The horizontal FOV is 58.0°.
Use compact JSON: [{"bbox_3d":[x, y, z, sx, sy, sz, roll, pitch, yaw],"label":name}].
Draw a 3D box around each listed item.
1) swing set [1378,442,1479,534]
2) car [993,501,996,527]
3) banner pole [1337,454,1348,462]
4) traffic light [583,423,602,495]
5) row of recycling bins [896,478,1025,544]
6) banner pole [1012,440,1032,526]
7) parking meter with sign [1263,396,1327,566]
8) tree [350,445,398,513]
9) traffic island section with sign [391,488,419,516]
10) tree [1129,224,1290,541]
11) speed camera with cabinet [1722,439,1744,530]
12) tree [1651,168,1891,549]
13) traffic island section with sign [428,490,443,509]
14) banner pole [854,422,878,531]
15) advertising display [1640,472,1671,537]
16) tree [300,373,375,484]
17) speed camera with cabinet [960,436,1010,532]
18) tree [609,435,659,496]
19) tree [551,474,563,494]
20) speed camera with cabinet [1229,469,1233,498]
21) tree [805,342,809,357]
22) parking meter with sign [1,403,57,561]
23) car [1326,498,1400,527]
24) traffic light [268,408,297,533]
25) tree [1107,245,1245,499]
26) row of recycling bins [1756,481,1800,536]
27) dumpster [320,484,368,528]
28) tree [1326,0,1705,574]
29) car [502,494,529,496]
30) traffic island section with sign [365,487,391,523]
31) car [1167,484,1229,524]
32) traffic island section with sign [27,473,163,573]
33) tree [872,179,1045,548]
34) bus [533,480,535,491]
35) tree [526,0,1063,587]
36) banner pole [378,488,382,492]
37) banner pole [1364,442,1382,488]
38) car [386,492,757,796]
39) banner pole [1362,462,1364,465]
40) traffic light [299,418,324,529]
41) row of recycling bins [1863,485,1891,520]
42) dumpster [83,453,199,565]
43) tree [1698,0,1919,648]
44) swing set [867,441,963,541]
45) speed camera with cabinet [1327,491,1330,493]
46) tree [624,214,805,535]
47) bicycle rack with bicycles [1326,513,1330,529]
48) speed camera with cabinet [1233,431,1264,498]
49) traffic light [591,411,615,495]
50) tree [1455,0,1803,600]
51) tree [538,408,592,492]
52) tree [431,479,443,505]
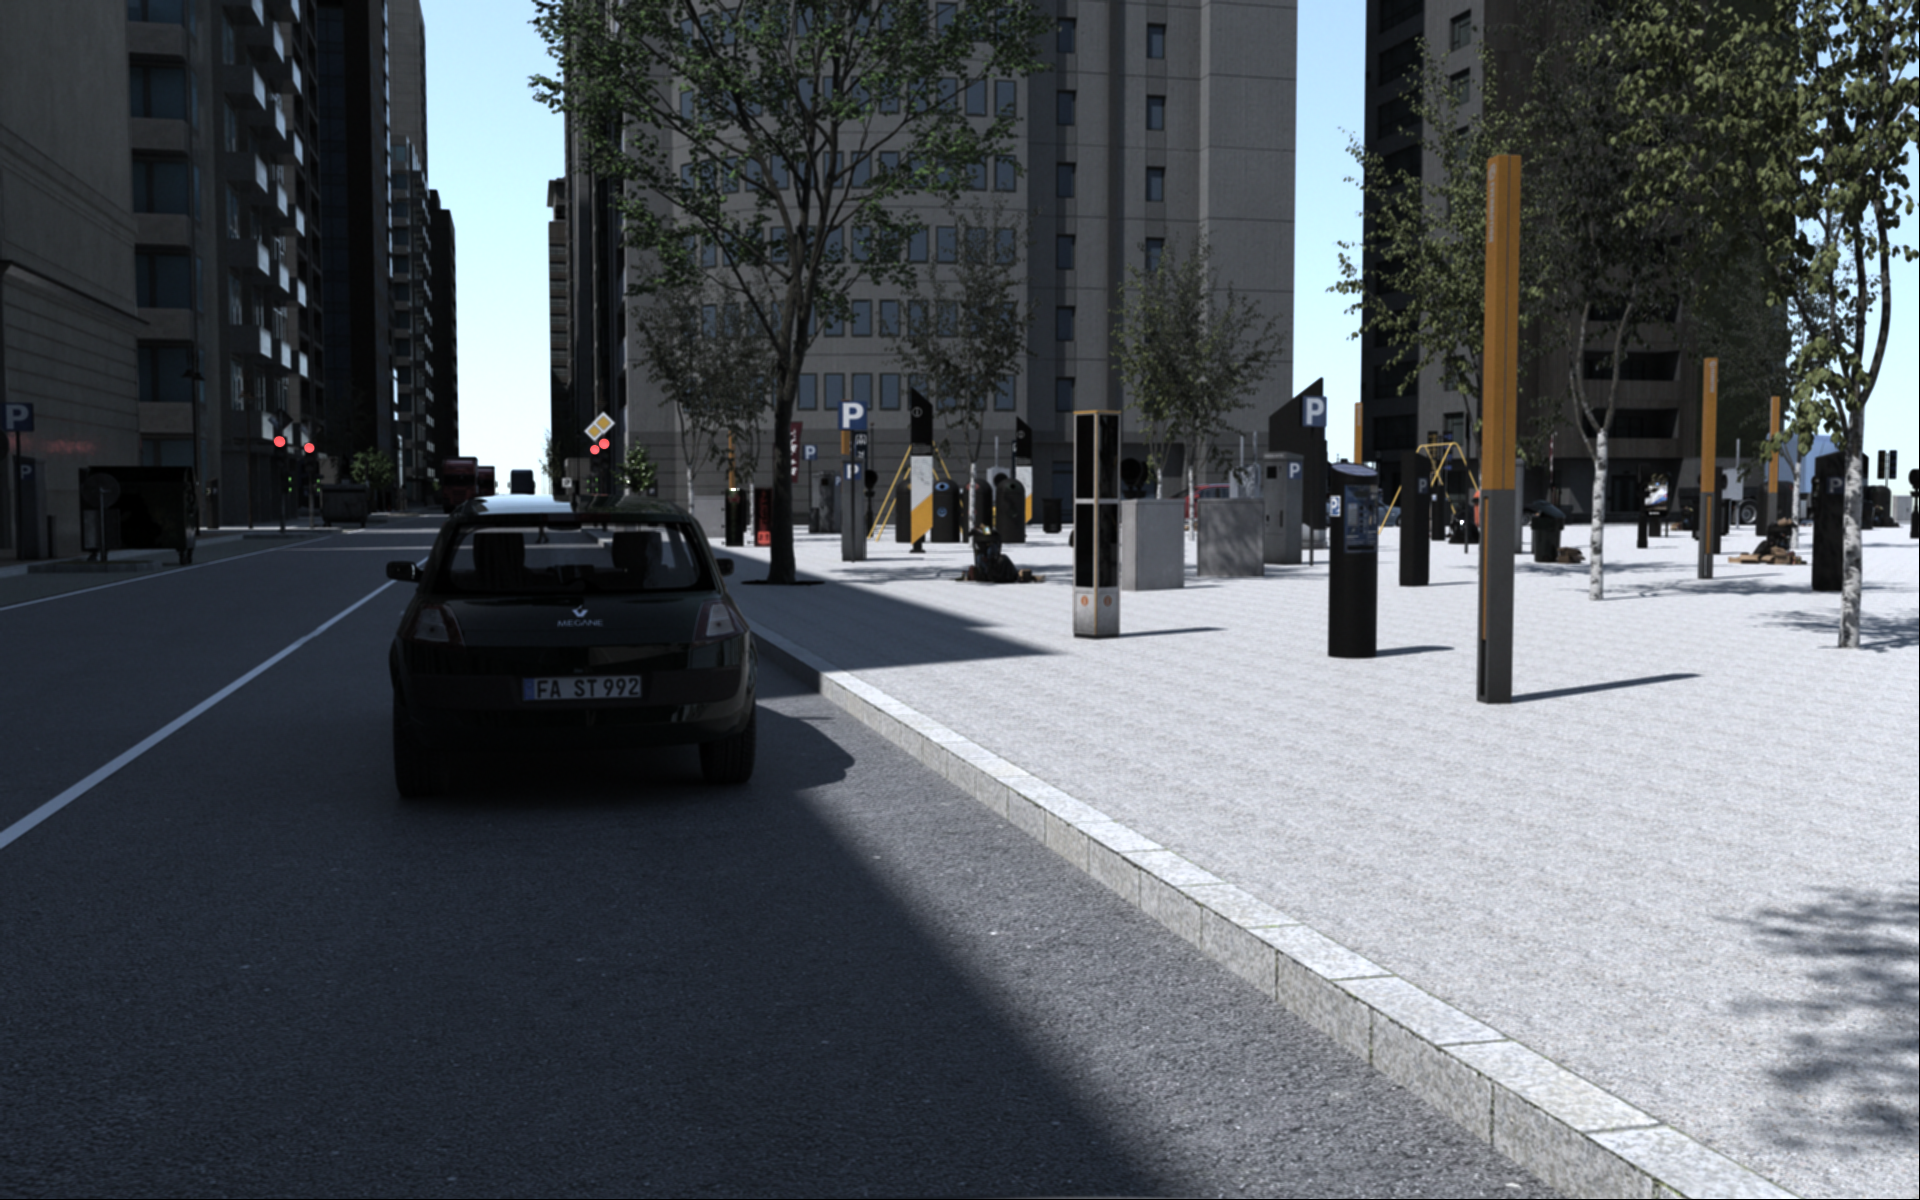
[{"bbox_3d":[14.884,-3.439,53.852,2.862,2.851,3.119,0,4,-4],"label":"swing set"},{"bbox_3d":[0.453,-3.508,67.575,3.980,1.641,2.015,-1,4,-13],"label":"car"},{"bbox_3d":[23.680,-7.191,107.588,0.863,3.779,0.401,0,4,-1],"label":"banner pole"},{"bbox_3d":[-14.064,-4.753,66.628,0.839,4.253,0.868,-1,4,-14],"label":"traffic light"},{"bbox_3d":[-0.001,-2.355,45.614,3.534,1.692,1.069,1,4,13],"label":"row of recycling bins"},{"bbox_3d":[2.514,-4.930,70.627,0.863,3.779,0.401,1,4,10],"label":"banner pole"},{"bbox_3d":[5.909,-2.162,31.607,0.543,3.016,1.738,-2,4,-27],"label":"parking meter with sign"},{"bbox_3d":[-39.338,-8.089,115.967,4.285,4.588,4.351,0,3,0],"label":"tree"},{"bbox_3d":[-36.239,-6.359,112.599,1.989,1.847,2.006,-1,4,-14],"label":"traffic island section with sign"},{"bbox_3d":[6.480,-5.917,47.111,4.360,8.622,3.978,0,3,0],"label":"tree"},{"bbox_3d":[27.731,-4.190,62.849,0.660,3.252,2.038,0,4,2],"label":"speed camera with cabinet"},{"bbox_3d":[19.331,-5.502,40.319,4.360,8.622,3.978,0,3,0],"label":"tree"},{"bbox_3d":[-48.478,-9.337,161.291,1.989,1.847,2.006,-1,4,-14],"label":"traffic island section with sign"},{"bbox_3d":[-3.295,-4.313,60.538,0.863,3.779,0.401,0,4,2],"label":"banner pole"},{"bbox_3d":[20.734,-2.840,51.643,0.123,1.923,0.974,-2,4,-30],"label":"advertising display"},{"bbox_3d":[-37.401,-9.412,104.240,4.360,8.622,3.978,0,3,0],"label":"tree"},{"bbox_3d":[0.661,-3.955,58.996,2.038,3.252,0.660,-1,4,-17],"label":"speed camera with cabinet"},{"bbox_3d":[-10.762,-3.836,57.327,1.663,3.219,1.824,0,3,0],"label":"tree"},{"bbox_3d":[-35.373,-9.757,154.126,1.663,3.219,1.824,0,3,0],"label":"tree"},{"bbox_3d":[10.284,-3.972,59.271,2.038,3.252,0.660,0,4,-3],"label":"speed camera with cabinet"},{"bbox_3d":[-6.670,-6.309,53.512,4.360,8.622,3.978,0,3,0],"label":"tree"},{"bbox_3d":[-18.164,-2.302,33.896,0.543,3.016,1.738,-1,4,-13],"label":"parking meter with sign"},{"bbox_3d":[16.487,-3.614,71.094,4.499,1.417,2.014,-1,4,-12],"label":"car"},{"bbox_3d":[-22.065,-4.126,56.374,0.839,4.253,0.868,-1,4,-14],"label":"traffic light"},{"bbox_3d":[6.233,-6.236,52.321,4.737,8.622,4.395,0,3,0],"label":"tree"},{"bbox_3d":[25.452,-2.866,53.965,1.069,1.692,3.534,2,4,33],"label":"row of recycling bins"},{"bbox_3d":[-26.027,-3.979,73.277,1.865,1.857,1.264,-1,4,-13],"label":"dumpster"},{"bbox_3d":[8.131,-4.708,27.335,4.737,8.622,4.395,0,3,0],"label":"tree"},{"bbox_3d":[-19.778,-4.000,77.202,2.131,1.459,4.920,-1,4,-15],"label":"car"},{"bbox_3d":[-29.589,-4.743,86.176,1.989,1.847,2.006,-1,4,-14],"label":"traffic island section with sign"},{"bbox_3d":[9.540,-3.613,67.753,5.304,1.827,2.281,-1,4,-15],"label":"car"},{"bbox_3d":[-16.019,-1.442,32.201,1.989,1.847,2.006,-1,4,-14],"label":"traffic island section with sign"},{"bbox_3d":[0.197,-5.540,40.939,4.360,8.622,3.978,0,3,0],"label":"tree"},{"bbox_3d":[-67.919,-17.070,270.648,2.896,3.916,12.252,-1,4,-15],"label":"bus"},{"bbox_3d":[-2.361,-6.026,24.274,9.928,11.665,9.643,0,3,0],"label":"tree"},{"bbox_3d":[-43.385,-8.532,129.514,0.863,3.779,0.401,2,4,33],"label":"banner pole"},{"bbox_3d":[19.937,-5.686,82.989,0.863,3.779,0.401,-3,4,-36],"label":"banner pole"},{"bbox_3d":[-2.210,0.002,9.752,2.009,1.686,4.222,-1,4,-14],"label":"car"},{"bbox_3d":[22.737,-6.561,97.297,0.401,3.779,0.863,3,5,41],"label":"banner pole"},{"bbox_3d":[-24.012,-4.599,64.119,0.839,4.253,0.868,-1,4,-14],"label":"traffic light"},{"bbox_3d":[44.184,-4.721,84.295,1.069,1.692,3.534,0,4,3],"label":"row of recycling bins"},{"bbox_3d":[-16.409,-1.822,34.735,1.985,2.255,1.502,-1,4,-15],"label":"dumpster"},{"bbox_3d":[7.204,-3.910,14.290,4.737,8.622,4.395,0,3,0],"label":"tree"},{"bbox_3d":[-1.072,-3.110,48.474,2.862,2.851,3.119,0,4,-7],"label":"swing set"},{"bbox_3d":[23.353,-6.833,106.053,2.038,3.252,0.660,-2,4,-27],"label":"speed camera with cabinet"},{"bbox_3d":[-7.006,-5.834,45.755,4.360,8.622,3.978,0,3,0],"label":"tree"},{"bbox_3d":[12.081,-2.973,61.992,2.925,0.926,2.852,-2,4,-24],"label":"bicycle rack with bicycles"},{"bbox_3d":[9.311,-3.699,54.807,0.660,3.252,2.038,2,4,24],"label":"speed camera with cabinet"},{"bbox_3d":[-12.116,-4.279,58.883,0.839,4.253,0.868,-1,4,-14],"label":"traffic light"},{"bbox_3d":[7.872,-4.311,20.845,4.360,8.622,3.978,0,3,0],"label":"tree"},{"bbox_3d":[-33.391,-12.068,147.679,4.737,8.622,4.395,0,3,0],"label":"tree"},{"bbox_3d":[-65.783,-13.613,217.172,1.663,3.219,1.824,0,3,0],"label":"tree"}]
